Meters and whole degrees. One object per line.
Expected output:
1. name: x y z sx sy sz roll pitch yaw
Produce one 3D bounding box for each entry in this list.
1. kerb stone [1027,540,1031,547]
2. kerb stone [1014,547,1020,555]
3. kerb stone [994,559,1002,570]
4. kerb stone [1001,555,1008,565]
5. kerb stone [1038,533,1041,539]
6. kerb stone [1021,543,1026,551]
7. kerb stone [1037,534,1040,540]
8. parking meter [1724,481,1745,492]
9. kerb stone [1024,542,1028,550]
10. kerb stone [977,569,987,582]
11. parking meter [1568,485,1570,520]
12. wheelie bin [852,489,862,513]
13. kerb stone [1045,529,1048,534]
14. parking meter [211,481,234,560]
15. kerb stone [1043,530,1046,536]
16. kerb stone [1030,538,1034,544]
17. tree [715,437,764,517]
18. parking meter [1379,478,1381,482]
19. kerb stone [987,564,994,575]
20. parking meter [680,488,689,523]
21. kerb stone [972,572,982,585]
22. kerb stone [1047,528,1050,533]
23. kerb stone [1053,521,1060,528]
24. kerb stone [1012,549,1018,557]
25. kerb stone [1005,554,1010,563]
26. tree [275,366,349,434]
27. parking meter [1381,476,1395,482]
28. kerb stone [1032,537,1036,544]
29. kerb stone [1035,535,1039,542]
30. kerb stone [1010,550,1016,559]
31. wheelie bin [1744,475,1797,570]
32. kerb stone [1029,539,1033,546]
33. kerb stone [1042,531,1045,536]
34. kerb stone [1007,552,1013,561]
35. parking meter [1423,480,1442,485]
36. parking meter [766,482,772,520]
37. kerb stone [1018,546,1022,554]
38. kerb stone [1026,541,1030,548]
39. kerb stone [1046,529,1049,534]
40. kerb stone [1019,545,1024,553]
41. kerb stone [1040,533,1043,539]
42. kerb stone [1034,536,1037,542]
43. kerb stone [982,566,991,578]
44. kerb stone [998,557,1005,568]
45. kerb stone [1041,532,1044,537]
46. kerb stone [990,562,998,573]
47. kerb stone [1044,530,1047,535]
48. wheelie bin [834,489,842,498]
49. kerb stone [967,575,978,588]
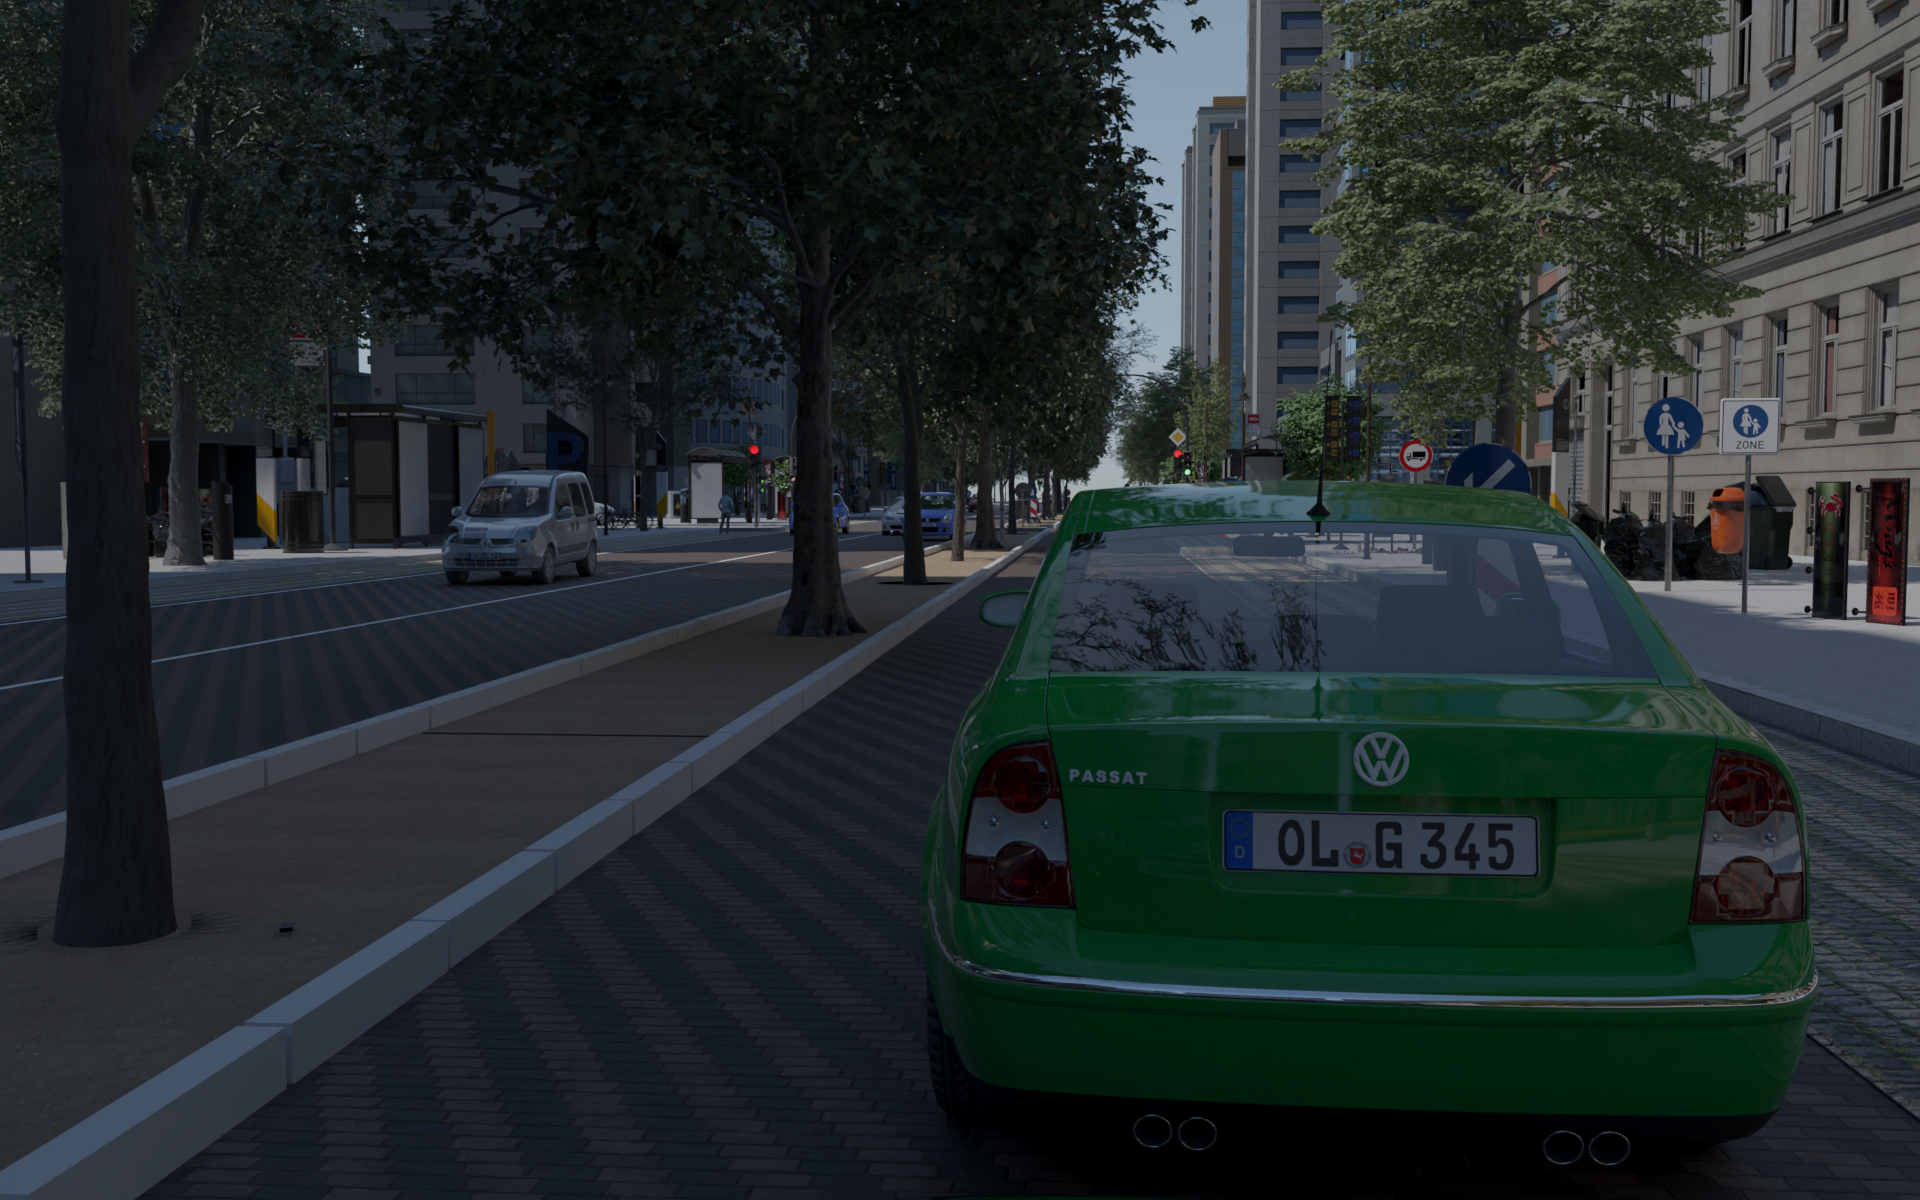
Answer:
1. kerb stone: 1.731 -1.429 45.558 0.120 0.150 1.000 0 4 5
2. kerb stone: 1.223 -1.051 39.439 0.120 0.150 1.000 0 4 5
3. kerb stone: 0.638 -0.616 32.275 0.120 0.150 1.000 0 4 5
4. kerb stone: 0.806 -0.741 34.320 0.120 0.150 1.000 0 4 5
5. kerb stone: 2.326 -1.866 52.711 0.120 0.150 1.000 0 4 5
6. kerb stone: 1.478 -1.239 42.502 0.120 0.150 1.000 0 4 5
7. kerb stone: 2.232 -1.803 51.681 0.120 0.150 1.000 0 4 5
8. parking meter: 14.867 -1.521 33.278 0.372 1.533 0.369 0 3 0
9. kerb stone: 1.562 -1.299 43.521 0.120 0.150 1.000 0 4 5
10. kerb stone: 0.298 -0.367 28.192 0.120 0.150 1.000 0 4 5
11. parking meter: 16.926 -2.460 48.632 0.372 1.533 0.369 0 3 0
12. wheelie bin: -6.898 -6.625 116.227 0.693 1.594 0.980 -1 4 -14
13. kerb stone: 2.820 -2.232 58.846 0.120 0.150 1.000 0 4 5
14. parking meter: -14.361 -1.549 33.738 0.372 1.533 0.369 0 3 0
15. kerb stone: 2.660 -2.117 56.807 0.120 0.150 1.000 0 4 5
16. kerb stone: 1.893 -1.554 47.597 0.120 0.150 1.000 0 4 5
17. tree: -12.724 -7.074 99.380 4.285 4.588 4.351 0 3 0
18. parking meter: 15.696 -3.568 64.046 0.399 1.863 0.255 0 4 7
19. kerb stone: 0.464 -0.492 30.238 0.120 0.150 1.000 0 4 5
20. parking meter: -12.214 -4.180 76.751 0.372 1.533 0.369 0 3 0
21. kerb stone: 0.217 -0.304 27.170 0.120 0.150 1.000 0 4 5
22. kerb stone: 2.992 -2.366 60.884 0.120 0.150 1.000 0 4 5
23. kerb stone: 4.305 -3.339 76.789 0.120 0.150 1.000 0 4 5
24. kerb stone: 1.143 -0.987 38.418 0.120 0.150 1.000 0 4 5
25. kerb stone: 0.885 -0.802 35.339 0.120 0.150 1.000 0 4 5
26. tree: -34.010 -8.551 90.166 4.737 8.622 4.395 0 3 0
27. parking meter: 13.761 -3.048 55.539 0.255 1.863 0.399 2 4 26
28. kerb stone: 1.979 -1.614 48.620 0.120 0.150 1.000 0 4 5
29. kerb stone: 2.152 -1.741 50.661 0.120 0.150 1.000 0 4 5
30. kerb stone: 1.061 -0.925 37.389 0.120 0.150 1.000 0 4 5
31. wheelie bin: 13.719 -1.320 29.488 0.980 1.594 0.693 -2 4 -30
32. kerb stone: 1.811 -1.486 46.578 0.120 0.150 1.000 0 4 5
33. kerb stone: 2.565 -2.055 55.789 0.120 0.150 1.000 0 4 5
34. kerb stone: 0.975 -0.861 36.367 0.120 0.150 1.000 0 4 5
35. parking meter: 8.644 -1.421 31.641 0.372 1.533 0.369 0 3 0
36. parking meter: -9.494 -4.927 86.263 0.255 1.863 0.399 -1 4 -13
37. kerb stone: 1.303 -1.115 40.462 0.120 0.150 1.000 0 4 5
38. kerb stone: 1.657 -1.367 44.539 0.120 0.150 1.000 0 4 5
39. kerb stone: 2.909 -2.304 59.864 0.120 0.150 1.000 0 4 5
40. kerb stone: 1.394 -1.178 41.483 0.120 0.150 1.000 0 4 5
41. kerb stone: 2.404 -1.929 53.735 0.120 0.150 1.000 0 4 5
42. kerb stone: 2.058 -1.678 49.639 0.120 0.150 1.000 0 4 5
43. kerb stone: 0.390 -0.429 29.211 0.120 0.150 1.000 0 4 5
44. kerb stone: 0.728 -0.679 33.295 0.120 0.150 1.000 0 4 5
45. kerb stone: 2.489 -1.986 54.764 0.120 0.150 1.000 0 4 5
46. kerb stone: 0.552 -0.552 31.257 0.120 0.150 1.000 0 4 5
47. kerb stone: 2.744 -2.173 57.826 0.120 0.150 1.000 0 4 5
48. wheelie bin: -8.265 -6.626 116.238 0.693 1.594 0.980 0 4 6
49. kerb stone: 0.133 -0.242 26.148 0.120 0.150 1.000 0 4 5
